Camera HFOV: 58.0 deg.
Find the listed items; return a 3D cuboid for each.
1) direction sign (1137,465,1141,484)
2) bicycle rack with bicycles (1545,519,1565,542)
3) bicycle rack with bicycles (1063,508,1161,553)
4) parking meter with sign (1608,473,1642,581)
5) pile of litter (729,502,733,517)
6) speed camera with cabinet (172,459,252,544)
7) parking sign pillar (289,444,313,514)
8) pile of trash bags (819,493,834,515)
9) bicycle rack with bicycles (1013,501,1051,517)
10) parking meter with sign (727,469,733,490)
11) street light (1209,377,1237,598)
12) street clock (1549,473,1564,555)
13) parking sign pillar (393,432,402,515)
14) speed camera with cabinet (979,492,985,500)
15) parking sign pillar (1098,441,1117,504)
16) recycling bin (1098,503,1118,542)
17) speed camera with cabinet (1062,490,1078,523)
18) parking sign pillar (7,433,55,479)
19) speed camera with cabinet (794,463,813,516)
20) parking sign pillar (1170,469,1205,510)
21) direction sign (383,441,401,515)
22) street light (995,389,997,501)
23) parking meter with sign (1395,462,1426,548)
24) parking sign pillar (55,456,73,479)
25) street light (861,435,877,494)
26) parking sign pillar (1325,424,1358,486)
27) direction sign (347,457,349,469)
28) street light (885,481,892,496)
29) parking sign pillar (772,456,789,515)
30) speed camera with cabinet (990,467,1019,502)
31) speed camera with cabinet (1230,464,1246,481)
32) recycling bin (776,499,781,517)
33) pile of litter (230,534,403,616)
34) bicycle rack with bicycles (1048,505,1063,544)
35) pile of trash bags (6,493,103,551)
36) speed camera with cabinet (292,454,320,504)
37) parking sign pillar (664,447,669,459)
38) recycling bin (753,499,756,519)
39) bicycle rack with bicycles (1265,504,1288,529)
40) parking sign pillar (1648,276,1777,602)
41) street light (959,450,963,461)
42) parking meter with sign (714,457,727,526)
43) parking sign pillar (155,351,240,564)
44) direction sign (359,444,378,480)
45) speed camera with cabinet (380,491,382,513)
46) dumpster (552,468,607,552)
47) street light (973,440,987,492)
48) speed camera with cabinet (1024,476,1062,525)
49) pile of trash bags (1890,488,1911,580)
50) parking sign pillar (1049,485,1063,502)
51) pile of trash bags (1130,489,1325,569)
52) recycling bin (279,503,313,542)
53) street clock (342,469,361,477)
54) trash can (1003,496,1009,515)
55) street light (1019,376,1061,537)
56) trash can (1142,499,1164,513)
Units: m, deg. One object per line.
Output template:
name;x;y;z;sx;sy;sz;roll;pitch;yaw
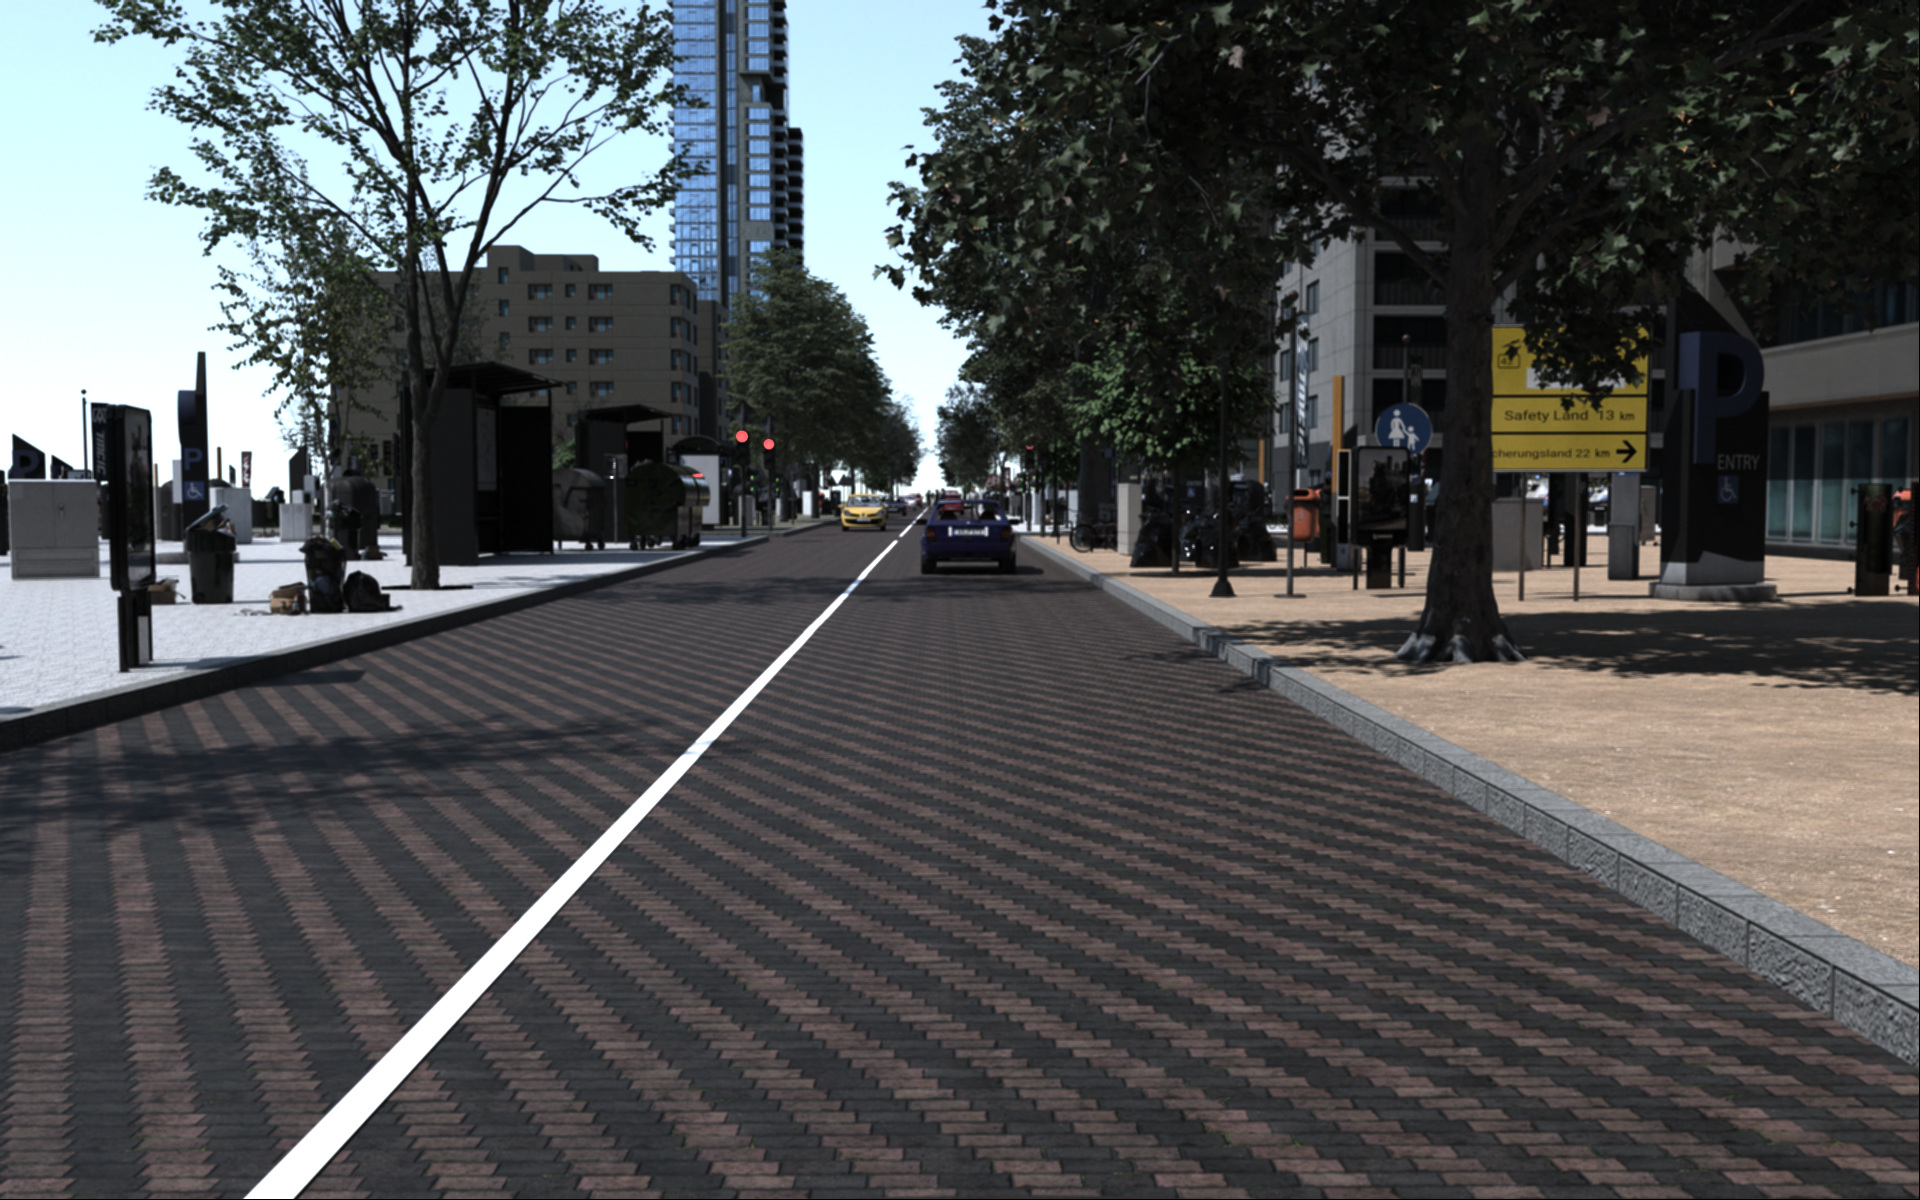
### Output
direction sign;13.828;-8.671;133.763;0.379;3.537;0.876;1;4;21
bicycle rack with bicycles;15.218;-2.033;46.616;2.852;0.926;2.925;-2;4;-29
bicycle rack with bicycles;4.106;-1.546;38.663;2.925;0.926;2.852;1;4;16
parking meter with sign;10.126;-1.842;26.376;0.543;3.016;1.738;1;4;21
pile of litter;-12.610;-5.103;97.399;1.176;0.858;1.719;0;4;4
speed camera with cabinet;-18.996;-3.038;44.002;0.660;3.252;2.038;1;4;23
parking sign pillar;-35.507;-6.409;93.257;1.447;3.967;1.447;2;4;29
pile of trash bags;-8.764;-6.004;107.920;1.912;1.369;3.447;0;4;0
bicycle rack with bicycles;4.037;-5.101;96.791;2.852;0.926;2.925;0;4;4
parking meter with sign;-16.607;-7.680;121.836;0.543;3.016;1.738;1;4;18
street light;2.740;-2.992;21.456;1.470;5.913;1.316;0;4;-1
street clock;12.550;-1.955;36.541;0.358;2.002;0.471;1;4;12
parking sign pillar;-24.347;-5.376;76.371;1.447;3.967;1.447;2;4;26
speed camera with cabinet;2.528;-8.406;131.776;2.038;3.252;0.660;-1;4;-13
parking sign pillar;5.114;-4.388;60.218;1.447;3.967;1.447;1;4;16
recycling bin;3.869;-2.076;46.499;0.722;1.027;0.722;0;4;8
speed camera with cabinet;4.252;-5.005;76.171;2.038;3.252;0.660;0;4;-3
parking sign pillar;-41.240;-5.396;76.697;1.447;3.967;1.447;-1;4;-11
speed camera with cabinet;-9.102;-6.610;102.404;0.660;3.252;2.038;-3;4;-37
parking sign pillar;8.455;-4.635;64.249;1.447;3.967;1.447;-2;4;-29
direction sign;-23.988;-4.983;73.464;0.876;3.537;0.379;-2;4;-31
street light;2.155;-6.299;75.531;1.470;5.913;1.316;0;4;-1
parking meter with sign;10.786;-2.782;41.751;0.543;3.016;1.738;0;4;-5
parking sign pillar;-60.656;-7.871;117.158;1.447;3.967;1.447;-2;4;-35
street light;-7.225;-10.009;136.186;1.470;5.913;1.316;0;4;-1
parking sign pillar;14.528;-4.744;66.030;1.447;3.967;1.447;-2;4;-35
direction sign;-37.105;-6.976;106.058;0.876;3.537;0.379;1;4;15
street light;-7.563;-11.865;166.531;1.470;5.913;1.316;0;4;-1
parking sign pillar;-11.271;-7.371;108.989;1.447;3.967;1.447;2;4;29
speed camera with cabinet;3.303;-8.219;128.723;2.038;3.252;0.660;1;4;10
speed camera with cabinet;13.168;-5.280;80.662;0.660;3.252;2.038;2;4;28
recycling bin;-10.001;-5.245;98.303;0.722;1.027;0.722;-2;4;-24
pile of litter;-6.988;-0.299;18.854;1.719;0.858;1.176;-1;4;-14
bicycle rack with bicycles;3.631;-1.870;43.958;2.852;0.926;2.925;0;4;-7
pile of trash bags;-21.299;-1.841;39.846;3.447;1.369;1.912;1;4;11
speed camera with cabinet;-31.710;-5.486;84.035;0.660;3.252;2.038;0;4;3
parking sign pillar;-16.770;-6.795;99.571;1.447;3.967;1.447;-1;4;-18
recycling bin;-10.773;-4.637;88.367;0.722;1.027;0.722;0;4;-4
bicycle rack with bicycles;12.400;-3.068;63.548;2.852;0.926;2.925;-1;4;-17
parking sign pillar;9.220;-1.997;21.123;1.447;3.967;1.447;-2;4;-24
street light;0.901;-12.750;181.000;1.470;5.913;1.316;0;4;-1
parking meter with sign;-10.125;-4.430;68.695;0.543;3.016;1.738;2;4;30
parking sign pillar;-14.207;-2.672;32.161;1.447;3.967;1.447;-1;4;-21
direction sign;-26.793;-5.293;78.544;0.876;3.537;0.379;-3;5;-45
speed camera with cabinet;-27.906;-5.289;80.811;0.660;3.252;2.038;1;4;21
dumpster;-8.788;-2.048;39.248;1.264;1.857;1.865;0;4;-1
street light;1.648;-8.107;105.086;1.470;5.913;1.316;0;4;-1
speed camera with cabinet;3.387;-4.789;72.628;0.660;3.252;2.038;-2;4;-27
pile of trash bags;14.972;-0.995;26.019;1.912;1.369;3.447;0;4;1
parking sign pillar;6.338;-7.693;114.253;1.447;3.967;1.447;-1;4;-16
pile of trash bags;4.624;-1.263;30.404;3.447;1.369;1.912;2;4;25
recycling bin;-17.928;-2.093;46.779;0.722;1.027;0.722;-1;4;-10
street clock;-17.608;-2.789;50.174;0.471;2.002;0.358;1;4;13
trash can;2.912;-5.922;108.478;0.748;1.137;0.748;0;3;0
street light;2.300;-4.830;51.504;1.470;5.913;1.316;0;4;-1
trash can;5.288;-2.201;47.641;0.748;1.137;0.748;0;3;0
